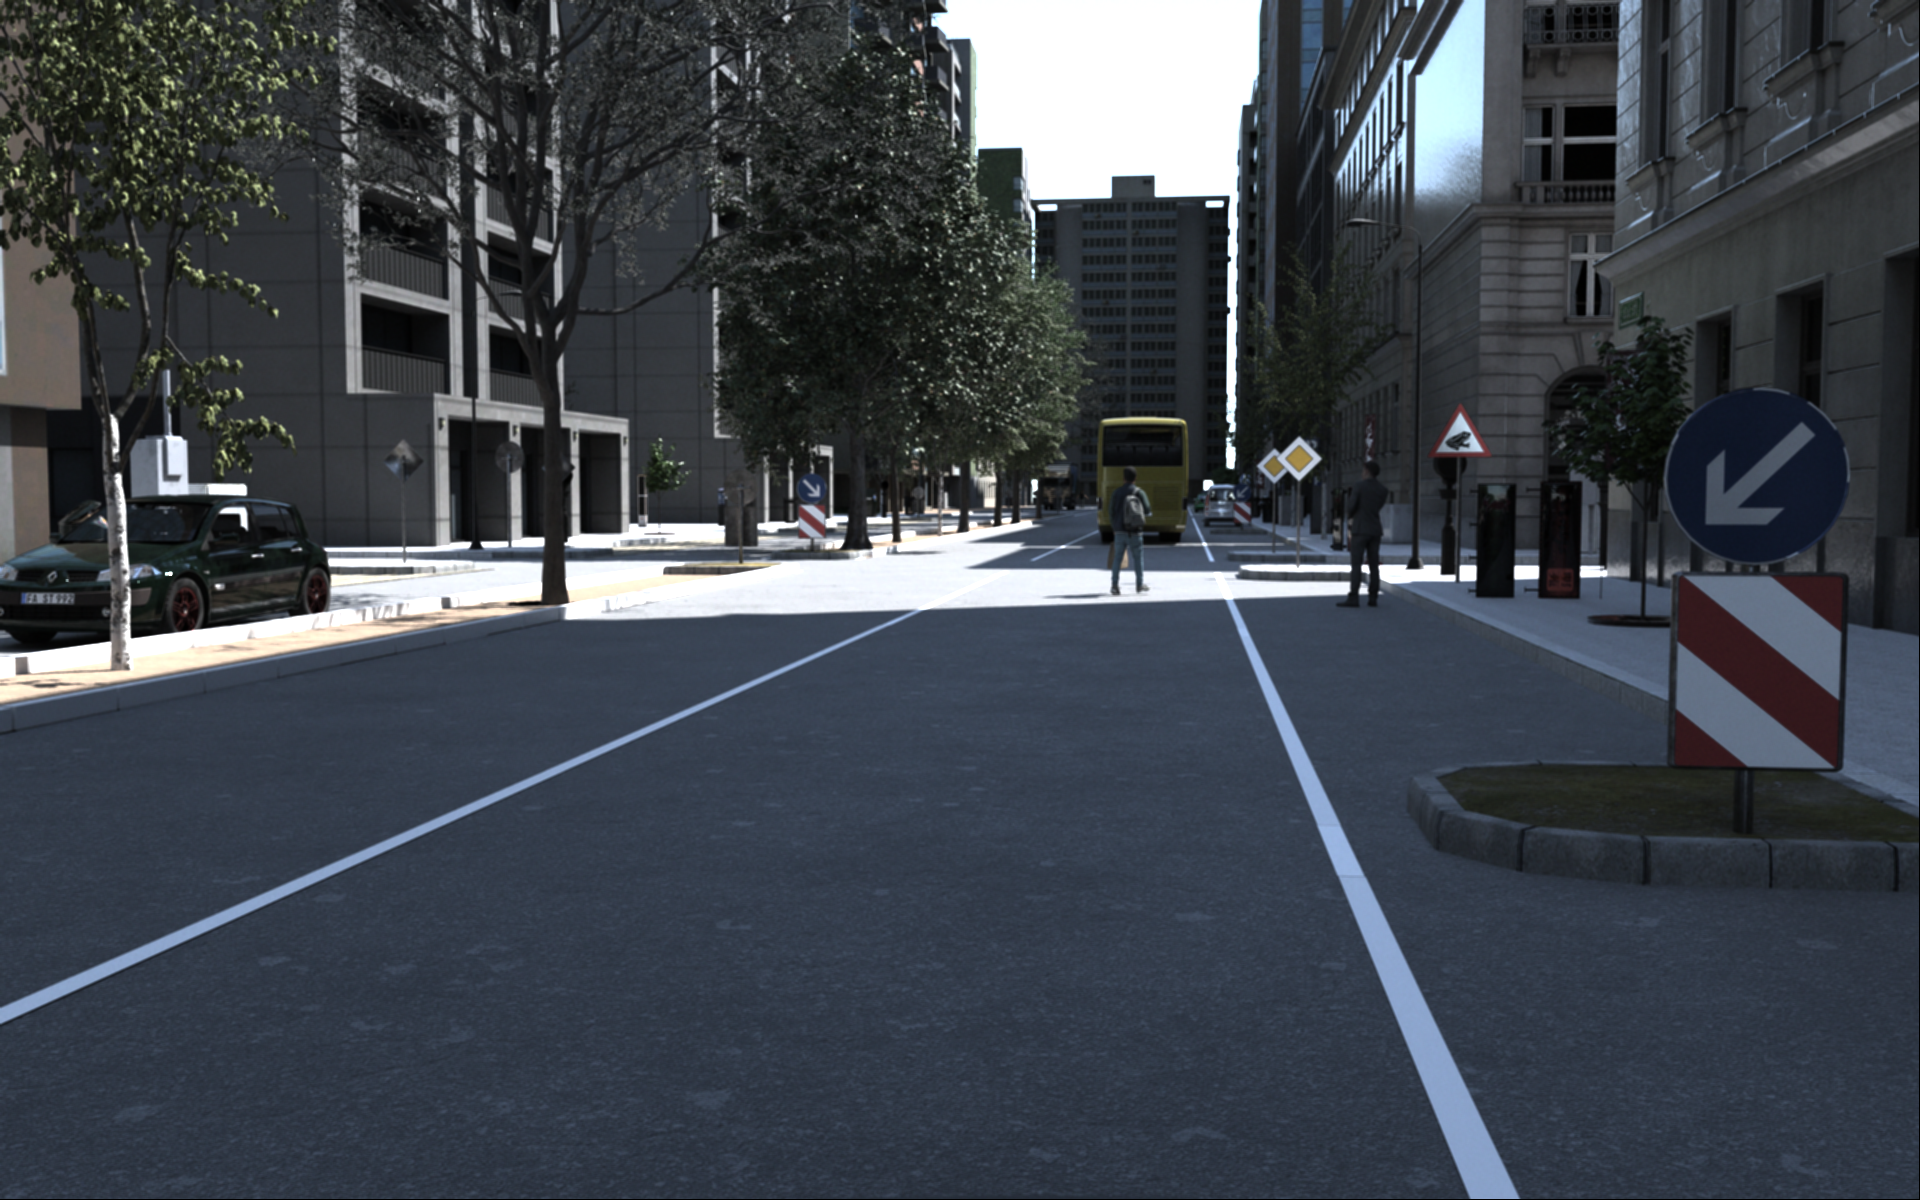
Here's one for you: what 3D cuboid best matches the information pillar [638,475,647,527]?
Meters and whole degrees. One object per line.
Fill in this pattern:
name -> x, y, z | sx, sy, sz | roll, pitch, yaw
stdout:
information pillar -> -12.312, -3.834, 67.178 | 0.304, 2.012, 0.304 | 0, 4, 3

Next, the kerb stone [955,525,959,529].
kerb stone -> -0.275, -2.907, 69.756 | 0.120, 0.150, 1.000 | 0, 4, 7

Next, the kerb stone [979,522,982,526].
kerb stone -> 0.758, -3.405, 77.886 | 0.120, 0.150, 1.000 | 0, 4, 7

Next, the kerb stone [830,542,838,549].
kerb stone -> -3.410, -1.414, 45.319 | 0.120, 0.150, 1.000 | 0, 4, 7

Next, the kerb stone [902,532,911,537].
kerb stone -> -1.836, -2.162, 57.539 | 0.120, 0.150, 1.000 | 0, 4, 7

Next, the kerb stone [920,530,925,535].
kerb stone -> -1.444, -2.348, 60.584 | 0.120, 0.150, 1.000 | 0, 4, 7

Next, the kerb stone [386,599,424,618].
kerb stone -> -6.613, 0.111, 20.399 | 0.120, 0.150, 1.000 | 0, 4, 7

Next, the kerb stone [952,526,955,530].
kerb stone -> -0.408, -2.838, 68.739 | 0.120, 0.150, 1.000 | 0, 4, 7

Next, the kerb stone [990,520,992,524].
kerb stone -> 1.291, -3.653, 81.948 | 0.120, 0.150, 1.000 | 0, 4, 7

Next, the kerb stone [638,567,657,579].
kerb stone -> -5.427, -0.445, 29.547 | 0.120, 0.150, 1.000 | 0, 4, 7

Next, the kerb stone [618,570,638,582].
kerb stone -> -5.557, -0.388, 28.533 | 0.120, 0.150, 1.000 | 0, 4, 7

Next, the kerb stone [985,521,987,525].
kerb stone -> 1.029, -3.526, 79.913 | 0.120, 0.150, 1.000 | 0, 4, 7

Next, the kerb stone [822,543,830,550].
kerb stone -> -3.542, -1.347, 44.305 | 0.120, 0.150, 1.000 | 0, 4, 7

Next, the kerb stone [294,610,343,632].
kerb stone -> -6.869, 0.236, 18.362 | 0.120, 0.150, 1.000 | 0, 4, 7

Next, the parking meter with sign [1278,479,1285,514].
parking meter with sign -> 15.159, -5.232, 81.802 | 0.543, 3.016, 1.738 | 1, 4, 13

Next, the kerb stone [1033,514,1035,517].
kerb stone -> 4.288, -5.080, 105.316 | 0.120, 0.150, 1.000 | 0, 4, 7

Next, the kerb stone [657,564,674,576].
kerb stone -> -5.304, -0.512, 30.564 | 0.120, 0.150, 1.000 | 0, 4, 7

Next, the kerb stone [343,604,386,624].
kerb stone -> -6.735, 0.172, 19.384 | 0.120, 0.150, 1.000 | 0, 4, 7

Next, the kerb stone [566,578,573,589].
kerb stone -> -5.960, -0.200, 25.475 | 0.120, 0.150, 1.000 | 0, 4, 7

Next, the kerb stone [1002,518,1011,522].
kerb stone -> 2.467, -4.214, 91.102 | 0.120, 0.150, 1.000 | 0, 4, 7

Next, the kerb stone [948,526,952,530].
kerb stone -> -0.539, -2.784, 67.720 | 0.120, 0.150, 1.000 | 0, 4, 7

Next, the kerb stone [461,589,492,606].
kerb stone -> -6.346, -0.012, 22.429 | 0.120, 0.150, 1.000 | 0, 4, 7

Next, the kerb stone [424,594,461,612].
kerb stone -> -6.472, 0.048, 21.411 | 0.120, 0.150, 1.000 | 0, 4, 7

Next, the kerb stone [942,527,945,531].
kerb stone -> -0.803, -2.660, 65.681 | 0.120, 0.150, 1.000 | 0, 4, 7

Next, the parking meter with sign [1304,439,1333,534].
parking meter with sign -> 11.668, -3.633, 55.658 | 0.543, 3.016, 1.738 | 3, 4, 37

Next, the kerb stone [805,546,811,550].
kerb stone -> -3.801, -1.221, 42.277 | 0.120, 0.150, 1.000 | 0, 4, 7

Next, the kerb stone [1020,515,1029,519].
kerb stone -> 3.770, -4.835, 101.244 | 0.120, 0.150, 1.000 | 0, 4, 7

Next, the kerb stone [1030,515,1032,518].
kerb stone -> 4.026, -4.958, 103.279 | 0.120, 0.150, 1.000 | 0, 4, 7

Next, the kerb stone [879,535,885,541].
kerb stone -> -2.487, -1.847, 52.445 | 0.120, 0.150, 1.000 | 0, 4, 7

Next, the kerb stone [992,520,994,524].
kerb stone -> 1.411, -3.715, 82.967 | 0.120, 0.150, 1.000 | 0, 4, 7

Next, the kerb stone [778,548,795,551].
kerb stone -> -4.052, -1.102, 40.238 | 0.120, 0.150, 1.000 | 0, 4, 7

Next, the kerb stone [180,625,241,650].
kerb stone -> -7.125, 0.361, 16.322 | 0.120, 0.150, 1.000 | 0, 4, 7

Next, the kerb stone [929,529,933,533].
kerb stone -> -1.192, -2.464, 62.621 | 0.120, 0.150, 1.000 | 0, 4, 7

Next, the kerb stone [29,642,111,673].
kerb stone -> -7.385, 0.484, 14.280 | 0.120, 0.150, 1.000 | 0, 4, 7

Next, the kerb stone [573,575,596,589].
kerb stone -> -5.828, -0.263, 26.498 | 0.120, 0.150, 1.000 | 0, 4, 7

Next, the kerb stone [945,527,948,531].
kerb stone -> -0.670, -2.720, 66.704 | 0.120, 0.150, 1.000 | 0, 4, 7

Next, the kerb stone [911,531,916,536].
kerb stone -> -1.710, -2.224, 58.553 | 0.120, 0.150, 1.000 | 0, 4, 7

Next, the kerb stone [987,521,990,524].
kerb stone -> 1.159, -3.593, 80.934 | 0.120, 0.150, 1.000 | 0, 4, 7

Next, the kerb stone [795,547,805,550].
kerb stone -> -3.931, -1.166, 41.253 | 0.120, 0.150, 1.000 | 0, 4, 7

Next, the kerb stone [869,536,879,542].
kerb stone -> -2.626, -1.786, 51.424 | 0.120, 0.150, 1.000 | 0, 4, 7

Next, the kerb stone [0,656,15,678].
kerb stone -> -7.519, 0.548, 13.267 | 0.120, 0.150, 1.000 | 0, 4, 7

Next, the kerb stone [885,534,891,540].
kerb stone -> -2.363, -1.908, 53.469 | 0.120, 0.150, 1.000 | 0, 4, 7

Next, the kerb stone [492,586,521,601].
kerb stone -> -6.218, -0.076, 23.443 | 0.120, 0.150, 1.000 | 0, 4, 7

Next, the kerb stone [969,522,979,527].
kerb stone -> 0.635, -3.344, 76.871 | 0.120, 0.150, 1.000 | 0, 4, 7

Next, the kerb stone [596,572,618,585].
kerb stone -> -5.689, -0.326, 27.520 | 0.120, 0.150, 1.000 | 0, 4, 7

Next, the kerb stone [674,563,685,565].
kerb stone -> -5.172, -0.575, 31.591 | 0.120, 0.150, 1.000 | 0, 4, 7

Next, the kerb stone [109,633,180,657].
kerb stone -> -7.257, 0.422, 15.303 | 0.120, 0.150, 1.000 | 0, 4, 7

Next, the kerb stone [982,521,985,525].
kerb stone -> 0.898, -3.466, 78.899 | 0.120, 0.150, 1.000 | 0, 4, 7

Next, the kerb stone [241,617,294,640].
kerb stone -> -7.003, 0.304, 17.342 | 0.120, 0.150, 1.000 | 0, 4, 7

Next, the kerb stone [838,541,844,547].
kerb stone -> -3.281, -1.477, 46.338 | 0.120, 0.150, 1.000 | 0, 4, 7

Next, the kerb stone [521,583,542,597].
kerb stone -> -6.089, -0.137, 24.461 | 0.120, 0.150, 1.000 | 0, 4, 7

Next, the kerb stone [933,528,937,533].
kerb stone -> -1.062, -2.530, 63.649 | 0.120, 0.150, 1.000 | 0, 4, 7

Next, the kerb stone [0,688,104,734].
kerb stone -> -5.695, 0.687, 10.961 | 0.120, 0.150, 1.000 | 0, 4, 7

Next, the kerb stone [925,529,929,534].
kerb stone -> -1.314, -2.407, 61.605 | 0.120, 0.150, 1.000 | 0, 4, 7

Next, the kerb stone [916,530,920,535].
kerb stone -> -1.589, -2.286, 59.568 | 0.120, 0.150, 1.000 | 0, 4, 7

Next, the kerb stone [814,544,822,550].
kerb stone -> -3.670, -1.288, 43.291 | 0.120, 0.150, 1.000 | 0, 4, 7
